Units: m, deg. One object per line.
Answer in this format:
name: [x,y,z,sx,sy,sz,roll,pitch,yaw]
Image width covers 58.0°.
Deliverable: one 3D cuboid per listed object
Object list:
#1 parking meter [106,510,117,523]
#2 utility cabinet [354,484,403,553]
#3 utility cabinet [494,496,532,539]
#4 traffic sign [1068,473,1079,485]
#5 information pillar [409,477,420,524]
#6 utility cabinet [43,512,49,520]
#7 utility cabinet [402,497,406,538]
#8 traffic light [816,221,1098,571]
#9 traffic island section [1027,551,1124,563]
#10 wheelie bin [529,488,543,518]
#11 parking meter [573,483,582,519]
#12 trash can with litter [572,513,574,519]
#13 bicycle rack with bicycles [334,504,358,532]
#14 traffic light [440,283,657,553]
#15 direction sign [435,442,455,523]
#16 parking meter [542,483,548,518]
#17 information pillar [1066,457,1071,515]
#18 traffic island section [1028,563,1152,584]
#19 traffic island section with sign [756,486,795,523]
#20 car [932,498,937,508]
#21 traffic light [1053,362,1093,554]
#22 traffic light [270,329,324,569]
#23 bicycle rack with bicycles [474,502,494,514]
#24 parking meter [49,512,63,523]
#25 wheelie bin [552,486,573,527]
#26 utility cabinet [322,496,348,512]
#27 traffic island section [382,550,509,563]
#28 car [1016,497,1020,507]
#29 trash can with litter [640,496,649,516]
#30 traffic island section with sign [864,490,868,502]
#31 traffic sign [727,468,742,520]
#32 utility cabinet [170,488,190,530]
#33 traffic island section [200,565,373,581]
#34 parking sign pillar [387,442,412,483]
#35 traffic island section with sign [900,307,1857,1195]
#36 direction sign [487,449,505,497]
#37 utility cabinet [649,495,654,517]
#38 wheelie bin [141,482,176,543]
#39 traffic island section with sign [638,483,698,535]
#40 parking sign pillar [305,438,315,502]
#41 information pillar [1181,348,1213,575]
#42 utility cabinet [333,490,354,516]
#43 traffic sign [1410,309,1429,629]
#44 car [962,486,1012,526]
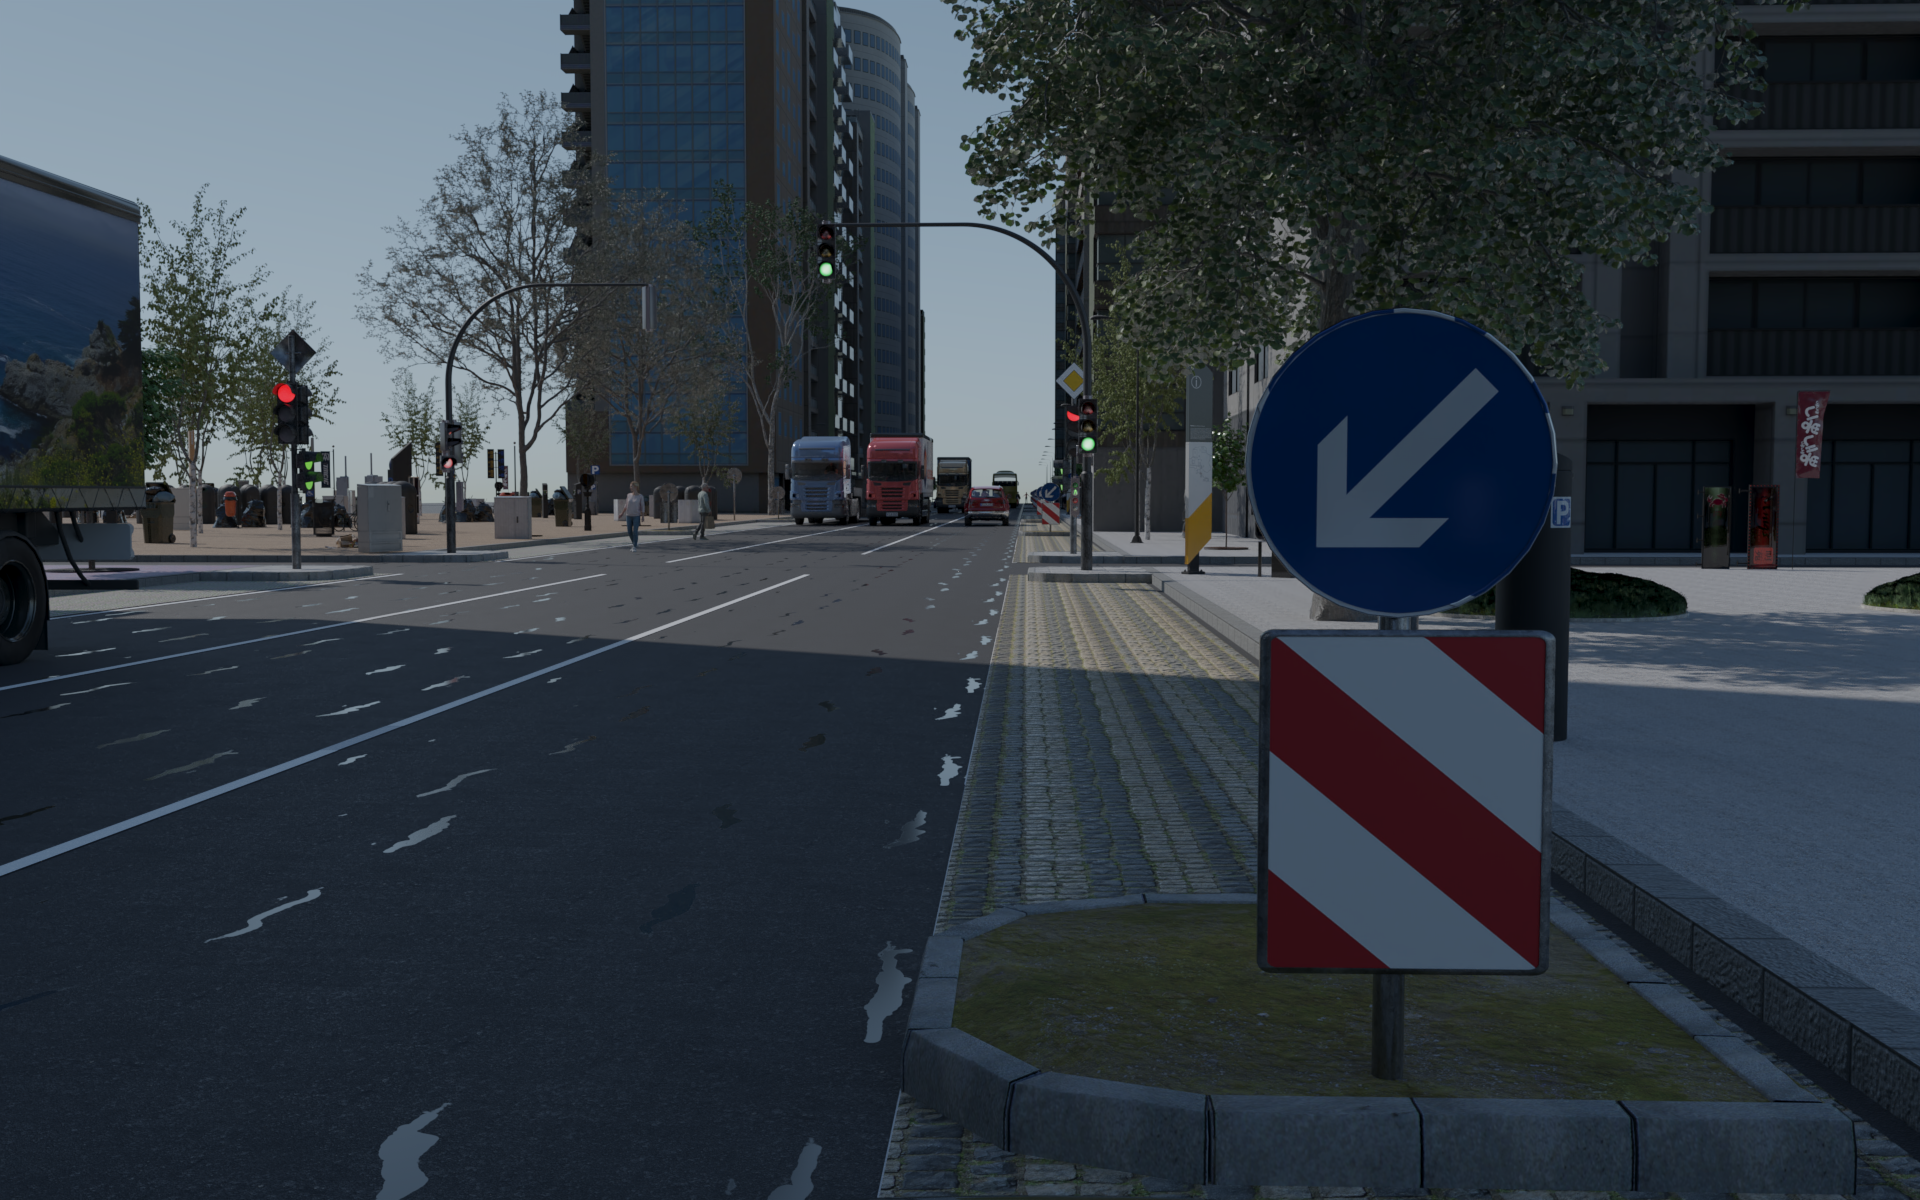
parking meter: [-32.296,-3.679,65.855,0.399,1.863,0.255,-1,4,-21]
utility cabinet: [-12.684,-1.788,37.910,0.318,1.500,1.173,1,4,18]
utility cabinet: [-12.803,-2.350,49.590,1.020,1.237,0.306,1,4,8]
traffic sign: [6.686,-6.291,102.958,0.768,2.556,0.104,0,4,5]
information pillar: [-23.398,-4.267,74.260,0.304,2.012,0.304,2,4,30]
utility cabinet: [-33.075,-3.279,62.298,1.173,1.500,0.318,1,4,16]
utility cabinet: [-16.245,-2.355,49.669,0.306,1.237,1.020,0,4,6]
traffic light: [0.012,-3.323,28.996,4.771,5.953,1.251,0,4,2]
traffic island section: [2.453,-0.909,37.148,2.009,0.180,2.903,0,4,2]
wheelie bin: [-23.112,-5.296,94.497,0.693,1.594,0.980,0,4,-8]
parking meter: [-19.335,-5.006,87.556,0.399,1.863,0.255,-3,5,-44]
trash can with litter: [-20.541,-4.844,90.584,1.055,1.170,0.624,-1,4,-9]
bicycle rack with bicycles: [-20.252,-2.839,59.808,2.925,0.926,2.852,-3,5,-43]
traffic light: [-8.945,-3.842,37.491,4.771,5.953,1.251,0,4,2]
direction sign: [-22.464,-5.114,75.617,0.876,3.537,0.379,1,4,11]
parking meter: [-22.057,-5.283,92.084,0.255,1.863,0.399,-1,4,-22]
information pillar: [6.795,-7.129,107.918,0.183,3.616,0.504,2,4,30]
traffic island section: [2.145,-0.421,29.169,2.009,0.180,2.903,0,4,2]
traffic island section with sign: [-9.162,-4.817,87.383,1.989,1.847,2.006,0,4,2]
car: [-1.823,-10.055,176.985,1.945,1.354,3.894,0,4,1]
traffic light: [2.413,-2.943,37.036,0.839,4.253,0.868,0,4,2]
traffic light: [-11.346,-2.485,29.557,0.839,4.253,0.868,0,4,2]
bicycle rack with bicycles: [-26.516,-4.964,94.544,2.925,0.926,2.852,0,4,-7]
parking meter: [-39.120,-4.061,74.806,0.372,1.533,0.369,0,3,0]
wheelie bin: [-15.640,-3.685,68.156,0.693,1.594,0.980,0,4,4]
utility cabinet: [-24.991,-3.557,69.315,1.020,1.237,0.306,1,4,17]
traffic island section: [-11.079,-0.941,37.673,2.009,0.180,2.903,0,4,2]
car: [5.868,-11.684,200.077,2.155,1.783,4.494,0,4,2]
trash can with litter: [-18.188,-5.432,100.201,0.624,1.170,1.055,0,4,1]
traffic island section with sign: [-7.230,-7.883,137.522,1.989,1.847,2.006,0,4,2]
traffic sign: [-10.960,-5.137,84.098,0.768,2.556,0.104,1,4,9]
utility cabinet: [-27.513,-3.207,61.106,1.173,1.500,0.318,1,4,18]
traffic island section: [-11.386,-0.453,29.693,2.009,0.180,2.903,0,4,2]
parking sign pillar: [-28.715,-6.136,88.802,1.447,3.967,1.447,2,4,27]
traffic island section with sign: [0.869,0.253,4.495,1.989,1.847,2.006,0,4,2]
direction sign: [-23.306,-5.813,87.040,0.876,3.537,0.379,-2,4,-34]
utility cabinet: [-16.974,-5.285,97.567,1.020,1.237,0.306,0,4,3]
wheelie bin: [-20.898,-2.278,45.149,0.980,1.594,0.693,1,4,12]
traffic island section with sign: [-10.211,-3.169,60.448,1.989,1.847,2.006,0,4,2]
parking sign pillar: [-30.766,-5.717,81.953,1.447,3.967,1.447,-1,4,-19]
information pillar: [3.805,-2.221,27.666,0.504,3.616,0.183,-2,4,-30]
utility cabinet: [-35.016,-5.493,98.486,1.173,1.500,0.318,-2,4,-32]
traffic sign: [3.160,-0.729,12.026,0.768,2.556,0.104,1,4,8]
car: [1.237,-4.341,79.655,2.281,1.827,5.304,0,4,1]
